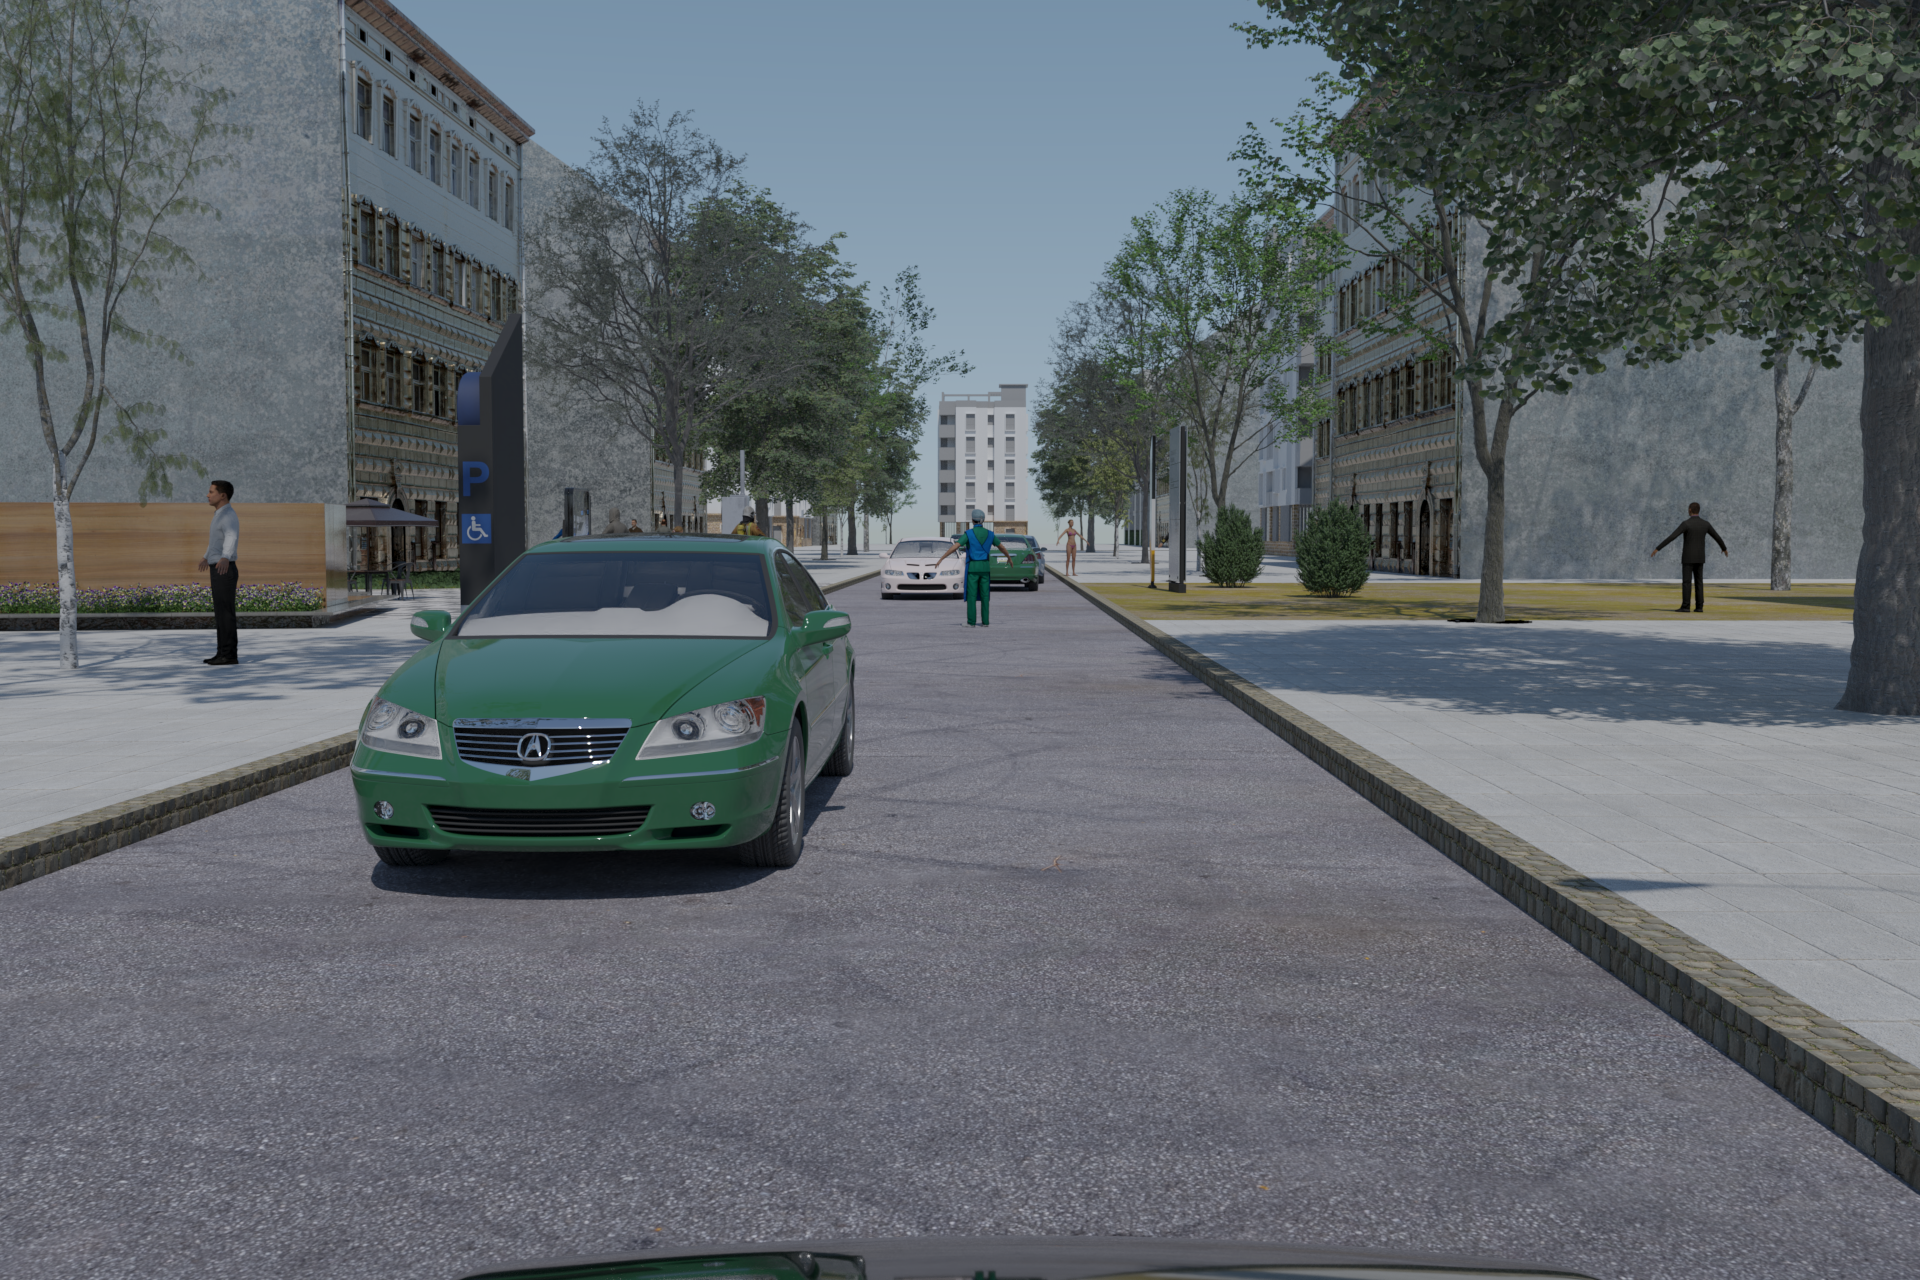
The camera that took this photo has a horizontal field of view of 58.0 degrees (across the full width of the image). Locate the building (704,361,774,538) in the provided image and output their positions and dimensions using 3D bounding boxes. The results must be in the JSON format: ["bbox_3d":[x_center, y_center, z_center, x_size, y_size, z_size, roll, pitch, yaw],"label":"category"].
[{"bbox_3d":[-22.948,-18.092,152.231,16.016,20.090,11.380,0,4,1],"label":"building"}]

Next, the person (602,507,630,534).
[{"bbox_3d":[-6.932,-1.748,34.702,0.705,1.813,1.348,2,4,31],"label":"person"}]

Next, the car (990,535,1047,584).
[{"bbox_3d":[1.598,-2.404,51.303,2.014,1.417,4.499,0,4,1],"label":"car"}]

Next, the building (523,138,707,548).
[{"bbox_3d":[-24.655,-16.177,95.417,19.493,23.208,18.063,0,4,0],"label":"building"}]

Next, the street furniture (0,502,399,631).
[{"bbox_3d":[-13.309,-1.138,25.456,9.812,1.723,11.010,-1,4,-11],"label":"street furniture"}]

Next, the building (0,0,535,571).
[{"bbox_3d":[-25.805,-13.781,56.255,19.493,23.208,18.063,0,4,1],"label":"building"}]

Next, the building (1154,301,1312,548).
[{"bbox_3d":[28.598,-20.337,163.440,19.493,23.208,18.063,0,4,1],"label":"building"}]

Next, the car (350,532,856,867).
[{"bbox_3d":[-1.576,0.172,8.981,2.131,1.459,4.920,0,4,1],"label":"car"}]

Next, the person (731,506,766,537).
[{"bbox_3d":[-4.296,-1.810,35.366,1.354,1.858,0.705,2,4,34],"label":"person"}]

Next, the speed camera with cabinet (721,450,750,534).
[{"bbox_3d":[-5.319,-2.893,41.630,0.660,3.252,2.038,0,4,0],"label":"speed camera with cabinet"}]

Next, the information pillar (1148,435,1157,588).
[{"bbox_3d":[4.580,-3.048,41.183,0.183,3.616,0.504,0,4,1],"label":"information pillar"}]

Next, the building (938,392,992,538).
[{"bbox_3d":[-2.528,-22.254,222.725,11.380,20.090,16.016,0,4,5],"label":"building"}]

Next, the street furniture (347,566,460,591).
[{"bbox_3d":[-13.058,-1.548,40.940,10.072,0.657,5.734,-2,4,-25],"label":"street furniture"}]

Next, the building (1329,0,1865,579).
[{"bbox_3d":[23.536,-13.865,57.621,19.493,23.208,18.063,0,4,1],"label":"building"}]

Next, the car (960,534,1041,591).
[{"bbox_3d":[1.069,-2.028,44.951,2.131,1.459,4.920,0,3,0],"label":"car"}]

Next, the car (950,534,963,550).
[{"bbox_3d":[0.041,-6.692,121.218,2.131,1.459,4.920,0,4,1],"label":"car"}]

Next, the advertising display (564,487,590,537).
[{"bbox_3d":[-5.376,-1.172,24.375,0.123,1.923,0.974,0,4,2],"label":"advertising display"}]

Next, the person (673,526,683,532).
[{"bbox_3d":[-5.256,-1.437,32.759,0.599,1.433,0.991,-3,5,-40],"label":"person"}]

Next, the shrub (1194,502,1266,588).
[{"bbox_3d":[6.460,-2.281,41.332,1.661,2.075,1.752,0,3,0],"label":"shrub"}]

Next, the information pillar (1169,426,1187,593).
[{"bbox_3d":[4.814,-2.872,38.278,0.184,3.620,1.656,0,4,-1],"label":"information pillar"}]

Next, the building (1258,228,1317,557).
[{"bbox_3d":[23.783,-15.337,107.178,16.016,20.090,11.380,0,4,1],"label":"building"}]

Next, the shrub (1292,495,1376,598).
[{"bbox_3d":[7.538,-1.890,34.950,1.661,2.075,1.752,0,3,0],"label":"shrub"}]

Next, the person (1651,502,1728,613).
[{"bbox_3d":[11.991,-1.354,28.366,1.346,1.802,0.704,-1,4,-8],"label":"person"}]

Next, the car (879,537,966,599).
[{"bbox_3d":[-0.774,-1.660,39.497,2.083,1.381,4.827,0,4,1],"label":"car"}]

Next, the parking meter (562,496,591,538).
[{"bbox_3d":[-5.864,-1.274,26.534,0.399,1.863,0.255,0,4,3],"label":"parking meter"}]

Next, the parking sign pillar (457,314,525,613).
[{"bbox_3d":[-5.573,-1.967,20.630,1.447,3.967,1.447,0,4,2],"label":"parking sign pillar"}]

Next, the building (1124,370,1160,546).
[{"bbox_3d":[28.004,-20.047,194.222,16.747,18.905,31.486,0,4,1],"label":"building"}]

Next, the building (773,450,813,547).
[{"bbox_3d":[-20.939,-19.318,172.275,16.016,20.090,11.380,0,4,1],"label":"building"}]

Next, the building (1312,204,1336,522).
[{"bbox_3d":[26.800,-15.055,77.080,19.493,23.208,18.063,0,4,1],"label":"building"}]

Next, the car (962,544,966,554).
[{"bbox_3d":[1.006,-5.861,104.623,1.959,1.807,4.718,0,4,1],"label":"car"}]

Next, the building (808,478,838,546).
[{"bbox_3d":[-24.183,-22.417,197.443,19.493,23.208,18.063,0,4,2],"label":"building"}]
